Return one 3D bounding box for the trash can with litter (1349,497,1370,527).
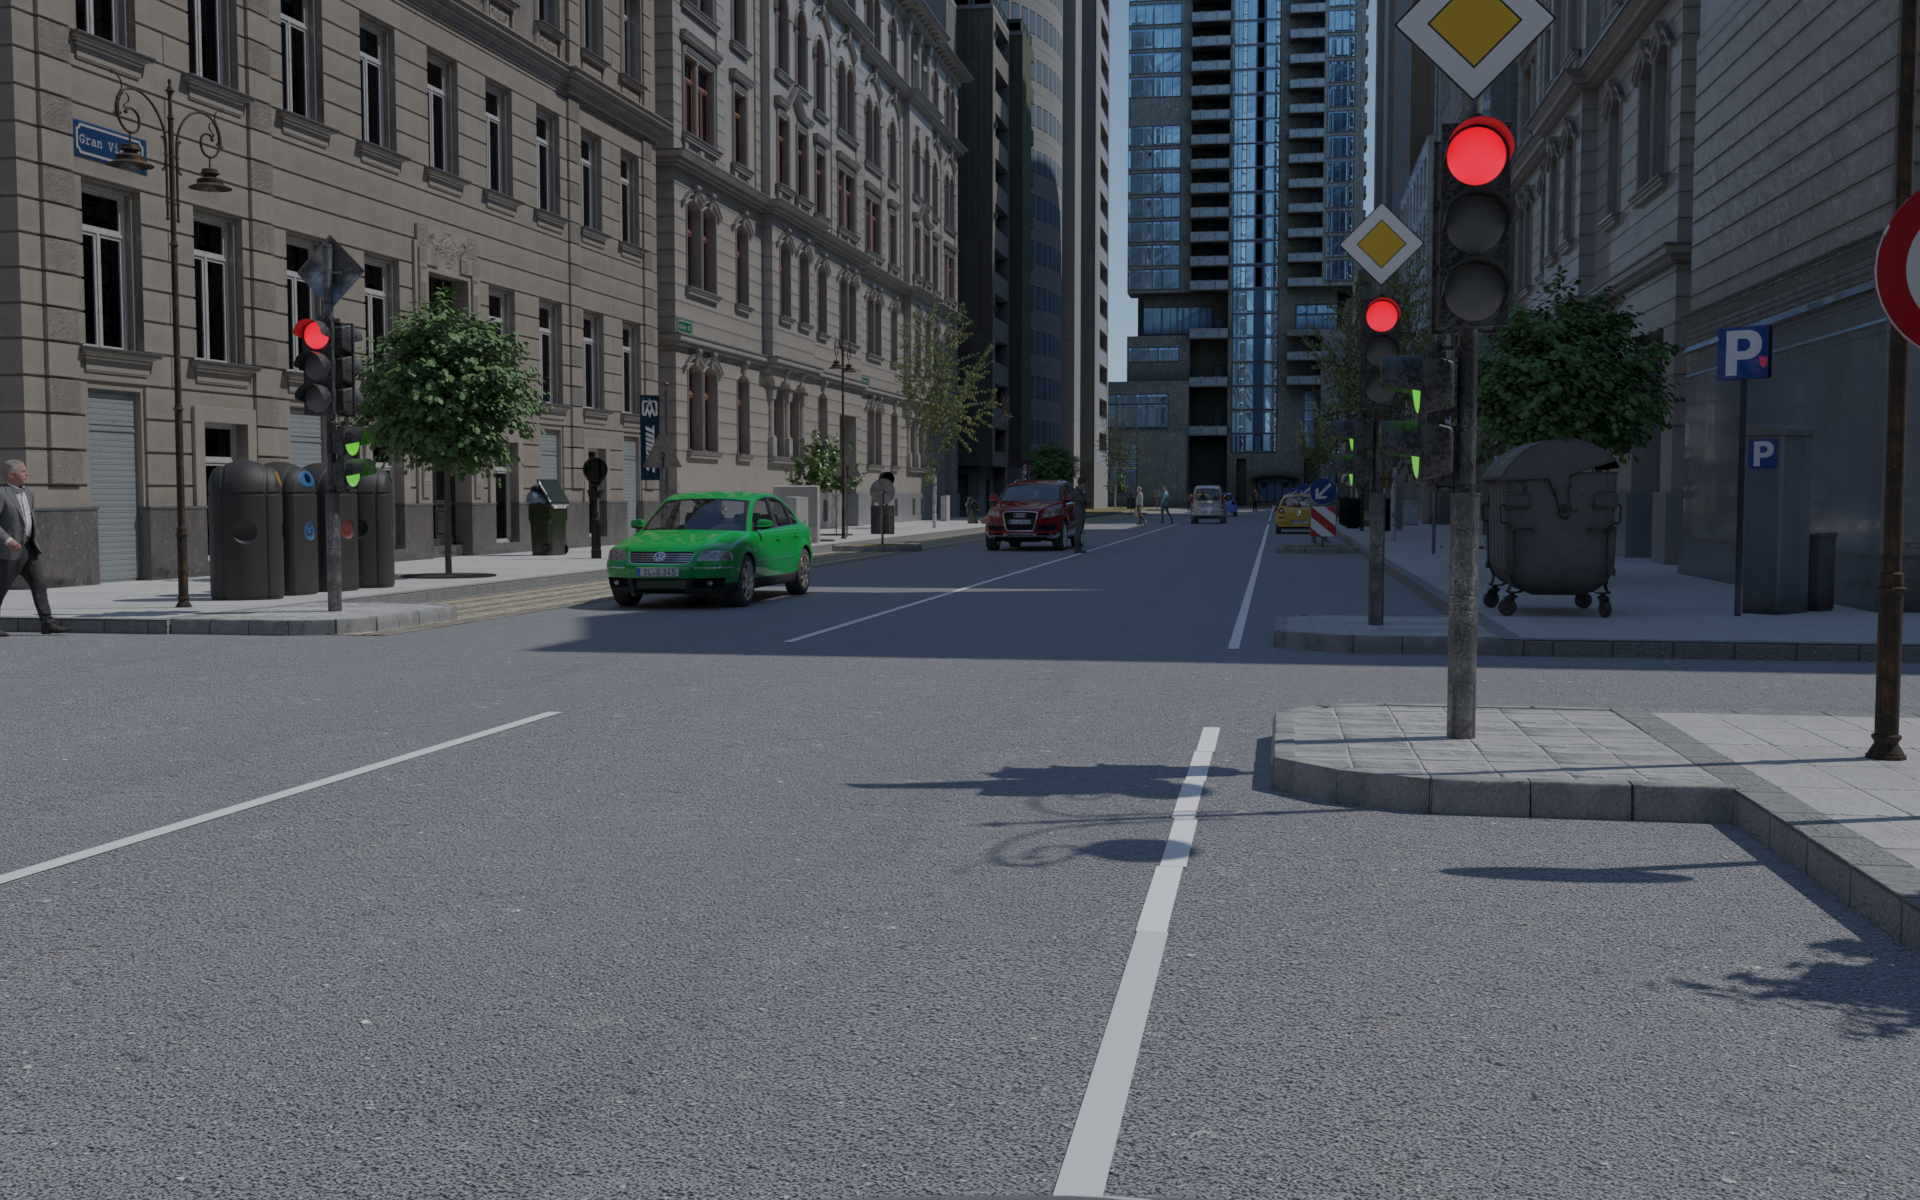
[{"bbox_3d":[15.782,-3.489,68.440,1.055,1.170,0.624,1,4,14],"label":"trash can with litter"}]

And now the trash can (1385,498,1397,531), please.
[{"bbox_3d":[14.727,-2.956,59.976,0.748,1.137,0.748,0,3,0],"label":"trash can"}]

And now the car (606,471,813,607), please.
[{"bbox_3d":[-3.309,-0.901,23.531,1.959,1.807,4.718,1,4,10],"label":"car"}]

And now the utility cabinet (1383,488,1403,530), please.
[{"bbox_3d":[15.294,-3.235,61.575,1.173,1.500,0.318,-3,5,-44],"label":"utility cabinet"}]

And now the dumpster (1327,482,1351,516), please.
[{"bbox_3d":[18.480,-4.832,84.757,1.264,1.857,1.865,1,4,10],"label":"dumpster"}]

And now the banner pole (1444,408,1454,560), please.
[{"bbox_3d":[9.615,-2.679,33.818,0.401,3.779,0.863,-2,4,-34],"label":"banner pole"}]

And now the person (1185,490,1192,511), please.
[{"bbox_3d":[19.308,-8.327,145.373,0.721,1.735,1.217,-3,5,-42],"label":"person"}]

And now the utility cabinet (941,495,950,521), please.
[{"bbox_3d":[-0.700,-4.320,81.790,0.306,1.237,1.020,1,4,8],"label":"utility cabinet"}]

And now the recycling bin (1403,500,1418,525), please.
[{"bbox_3d":[18.357,-3.577,71.045,0.722,1.027,0.722,0,4,0],"label":"recycling bin"}]

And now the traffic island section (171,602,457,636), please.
[{"bbox_3d":[-6.862,0.202,18.978,2.009,0.180,2.903,1,4,10],"label":"traffic island section"}]

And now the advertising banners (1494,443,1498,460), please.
[{"bbox_3d":[11.914,-2.565,38.124,0.090,3.025,2.074,1,4,9],"label":"advertising banners"}]

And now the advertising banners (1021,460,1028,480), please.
[{"bbox_3d":[3.896,-5.717,89.659,2.074,3.025,0.090,-3,5,-40],"label":"advertising banners"}]

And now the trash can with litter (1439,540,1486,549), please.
[{"bbox_3d":[12.261,-1.839,41.120,1.678,1.210,2.233,1,4,16],"label":"trash can with litter"}]

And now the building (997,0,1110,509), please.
[{"bbox_3d":[-0.907,-37.606,156.861,28.212,58.520,21.231,1,4,10],"label":"building"}]

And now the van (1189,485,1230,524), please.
[{"bbox_3d":[12.206,-4.763,84.884,2.013,2.044,4.112,1,4,10],"label":"van"}]

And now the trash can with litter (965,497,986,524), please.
[{"bbox_3d":[0.777,-3.875,74.751,1.055,1.170,0.624,-1,4,-10],"label":"trash can with litter"}]

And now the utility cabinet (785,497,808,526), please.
[{"bbox_3d":[-4.073,-1.970,43.365,0.306,1.237,1.020,1,4,12],"label":"utility cabinet"}]

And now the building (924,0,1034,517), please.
[{"bbox_3d":[-3.599,-20.184,101.717,14.160,30.474,14.107,1,4,10],"label":"building"}]

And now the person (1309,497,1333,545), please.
[{"bbox_3d":[10.209,-2.464,48.772,0.713,1.824,0.794,2,4,26],"label":"person"}]

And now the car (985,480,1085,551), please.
[{"bbox_3d":[2.028,-2.260,45.621,2.281,1.827,5.304,1,4,12],"label":"car"}]

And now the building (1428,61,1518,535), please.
[{"bbox_3d":[24.014,-14.924,62.026,12.078,24.808,19.932,1,4,10],"label":"building"}]

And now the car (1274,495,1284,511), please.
[{"bbox_3d":[27.762,-8.269,147.775,1.945,1.354,3.894,1,4,9],"label":"car"}]

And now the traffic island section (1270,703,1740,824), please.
[{"bbox_3d":[2.659,0.805,9.120,2.009,0.180,2.903,1,4,10],"label":"traffic island section"}]

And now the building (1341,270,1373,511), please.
[{"bbox_3d":[46.768,-18.368,145.363,27.650,21.520,28.899,1,4,10],"label":"building"}]

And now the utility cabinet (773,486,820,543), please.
[{"bbox_3d":[-4.236,-2.214,44.874,1.173,1.500,0.318,1,4,8],"label":"utility cabinet"}]

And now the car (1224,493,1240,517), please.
[{"bbox_3d":[17.039,-6.248,111.749,1.945,1.707,3.694,1,4,11],"label":"car"}]

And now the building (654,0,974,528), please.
[{"bbox_3d":[-8.119,-18.095,83.249,14.401,28.519,23.554,1,4,10],"label":"building"}]

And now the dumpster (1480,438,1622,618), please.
[{"bbox_3d":[6.374,-0.793,18.724,1.264,1.857,1.865,1,4,10],"label":"dumpster"}]

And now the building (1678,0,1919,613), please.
[{"bbox_3d":[19.526,-10.519,21.138,18.267,20.994,9.793,1,4,10],"label":"building"}]

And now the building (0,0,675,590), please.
[{"bbox_3d":[-15.793,-14.555,35.241,12.463,27.353,25.104,1,4,10],"label":"building"}]

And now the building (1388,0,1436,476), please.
[{"bbox_3d":[31.524,-27.260,95.810,14.600,45.320,14.200,1,4,10],"label":"building"}]

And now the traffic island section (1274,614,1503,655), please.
[{"bbox_3d":[4.097,0.325,16.975,2.009,0.180,2.903,1,4,10],"label":"traffic island section"}]

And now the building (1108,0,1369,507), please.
[{"bbox_3d":[30.247,-53.416,186.028,31.000,86.520,22.319,1,4,10],"label":"building"}]

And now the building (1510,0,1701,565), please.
[{"bbox_3d":[20.872,-15.470,40.320,14.401,28.519,23.554,1,4,10],"label":"building"}]

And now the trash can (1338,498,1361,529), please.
[{"bbox_3d":[14.635,-3.230,64.462,0.748,1.137,0.748,0,3,0],"label":"trash can"}]

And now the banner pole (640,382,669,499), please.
[{"bbox_3d":[-6.745,-2.970,38.577,0.863,3.779,0.401,-2,4,-32],"label":"banner pole"}]

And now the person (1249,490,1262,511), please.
[{"bbox_3d":[25.354,-8.569,148.745,1.348,1.807,0.705,-1,4,-20],"label":"person"}]

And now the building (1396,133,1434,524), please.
[{"bbox_3d":[26.396,-13.828,80.847,10.420,20.320,16.860,1,4,10],"label":"building"}]

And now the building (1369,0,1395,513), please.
[{"bbox_3d":[38.551,-35.094,115.786,21.231,58.520,28.212,1,4,10],"label":"building"}]

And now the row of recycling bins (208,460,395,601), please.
[{"bbox_3d":[-8.518,-0.940,22.476,1.069,1.692,3.534,1,4,11],"label":"row of recycling bins"}]

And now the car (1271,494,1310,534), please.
[{"bbox_3d":[12.487,-3.276,63.782,2.015,1.641,3.980,1,4,11],"label":"car"}]
